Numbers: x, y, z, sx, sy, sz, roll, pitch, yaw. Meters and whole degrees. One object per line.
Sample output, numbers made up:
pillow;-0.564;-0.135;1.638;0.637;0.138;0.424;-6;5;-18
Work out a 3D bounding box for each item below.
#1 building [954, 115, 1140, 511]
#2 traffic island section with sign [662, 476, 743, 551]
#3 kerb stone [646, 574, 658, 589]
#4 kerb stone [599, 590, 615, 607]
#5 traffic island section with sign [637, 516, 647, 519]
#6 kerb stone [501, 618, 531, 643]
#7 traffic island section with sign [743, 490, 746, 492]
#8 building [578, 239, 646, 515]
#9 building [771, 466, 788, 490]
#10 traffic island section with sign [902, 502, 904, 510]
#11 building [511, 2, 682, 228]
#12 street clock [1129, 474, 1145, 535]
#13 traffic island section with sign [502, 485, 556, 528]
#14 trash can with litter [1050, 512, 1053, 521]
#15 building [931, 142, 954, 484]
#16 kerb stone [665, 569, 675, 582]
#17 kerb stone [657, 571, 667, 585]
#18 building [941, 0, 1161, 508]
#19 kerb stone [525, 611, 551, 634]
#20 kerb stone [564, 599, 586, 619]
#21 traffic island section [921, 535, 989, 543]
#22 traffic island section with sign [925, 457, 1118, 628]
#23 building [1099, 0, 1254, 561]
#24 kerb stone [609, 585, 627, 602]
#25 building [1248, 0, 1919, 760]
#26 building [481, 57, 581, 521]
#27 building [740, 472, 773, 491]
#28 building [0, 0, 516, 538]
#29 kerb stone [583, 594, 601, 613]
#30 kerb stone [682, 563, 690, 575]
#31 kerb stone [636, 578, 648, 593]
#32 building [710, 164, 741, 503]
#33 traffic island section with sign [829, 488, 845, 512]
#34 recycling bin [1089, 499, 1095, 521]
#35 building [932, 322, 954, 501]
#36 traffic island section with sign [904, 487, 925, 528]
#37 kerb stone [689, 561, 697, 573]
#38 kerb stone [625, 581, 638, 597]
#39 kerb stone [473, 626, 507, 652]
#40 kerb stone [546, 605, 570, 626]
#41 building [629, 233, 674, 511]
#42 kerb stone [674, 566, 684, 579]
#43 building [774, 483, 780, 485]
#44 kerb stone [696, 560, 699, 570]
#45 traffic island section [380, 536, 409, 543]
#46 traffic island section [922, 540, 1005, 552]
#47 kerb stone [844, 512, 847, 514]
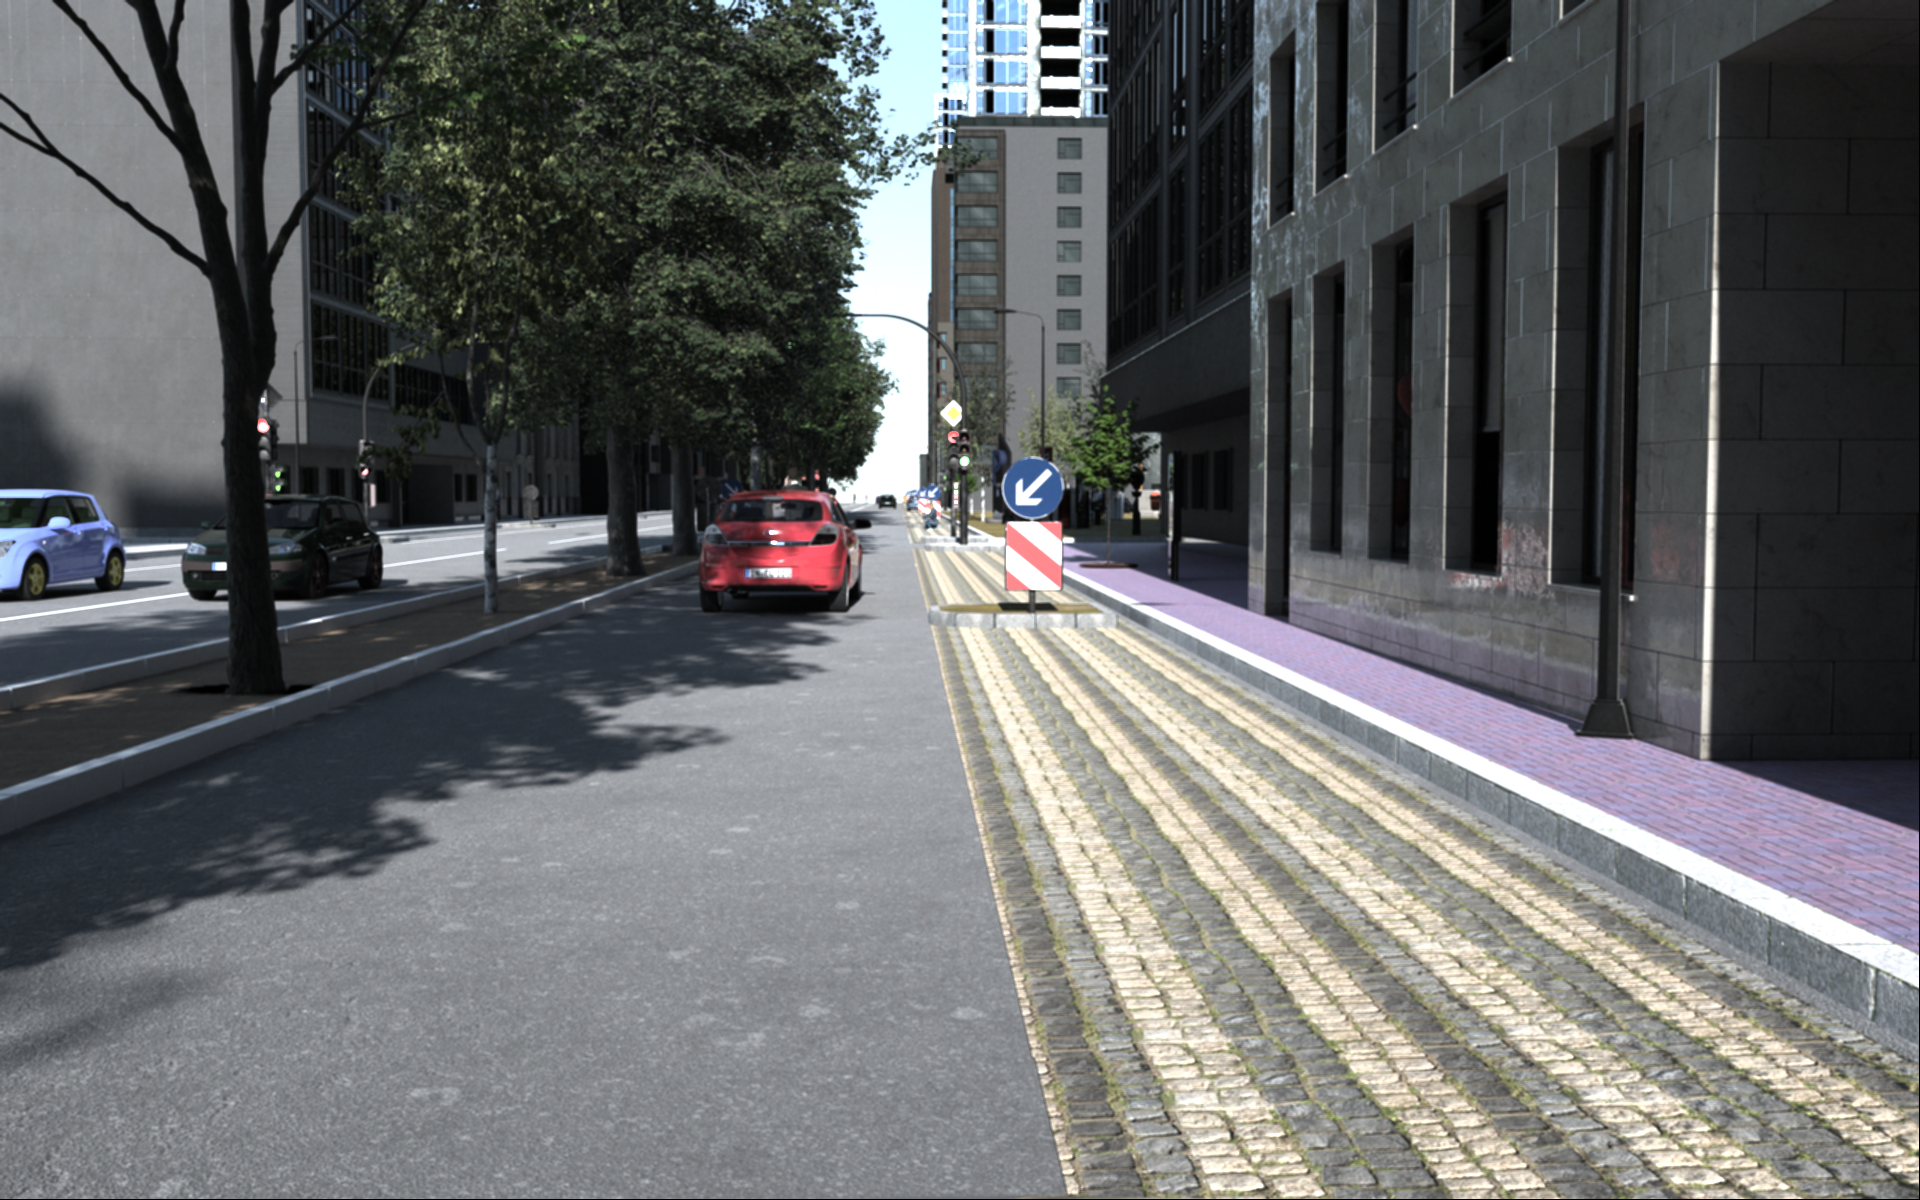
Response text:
building;6.466;-22.281;136.000;14.160;30.474;14.107;0;4;-2
traffic island section with sign;-6.454;-2.194;44.013;2.006;1.907;1.989;0;4;-2
kerb stone;-4.761;-0.254;26.351;0.120;0.150;1.000;0;4;-2
kerb stone;-4.615;0.002;22.253;0.120;0.150;1.000;0;4;-2
traffic island section with sign;-19.371;-5.662;101.205;1.989;1.847;2.006;0;4;-2
kerb stone;-4.429;0.310;17.120;0.120;0.150;1.000;0;4;-2
traffic island section with sign;-22.107;-10.378;178.312;1.989;1.847;2.006;0;4;-2
building;-28.171;-17.409;114.320;12.332;23.373;15.834;0;4;-2
building;-34.881;-30.806;275.379;14.160;30.474;14.107;0;4;-2
traffic island section with sign;-2.226;-5.628;100.641;1.989;1.847;2.006;0;4;-2
building;-31.275;-30.366;146.591;14.600;45.320;14.200;0;4;-2
street clock;5.550;-3.049;54.428;0.358;2.002;0.471;-3;5;-39
traffic island section with sign;-18.407;-4.006;74.124;1.989;1.847;2.006;0;4;-2
trash can with litter;3.587;-3.409;67.120;1.055;1.170;0.624;0;4;-3
building;3.964;-34.794;218.987;14.600;45.320;14.200;0;4;-2
kerb stone;-4.841;-0.380;28.408;0.120;0.150;1.000;0;4;-2
kerb stone;-4.802;-0.316;27.372;0.120;0.150;1.000;0;4;-2
building;9.476;-51.636;156.921;22.319;86.520;31.000;0;4;-2
kerb stone;-4.470;0.249;18.142;0.120;0.150;1.000;0;4;-2
kerb stone;-4.546;0.123;20.189;0.120;0.150;1.000;0;4;-2
traffic island section;-0.171;-1.817;51.985;2.009;0.180;2.903;0;4;-2
traffic island section with sign;0.650;-0.653;19.304;1.989;1.847;2.006;0;4;-2
building;10.924;-14.525;30.991;14.314;27.812;24.014;0;4;-2
kerb stone;-4.655;-0.066;23.276;0.120;0.150;1.000;0;4;-2
building;8.662;-9.512;10.275;10.420;20.320;16.860;0;4;-2
building;-28.477;-18.107;93.305;12.463;27.353;25.104;0;4;-2
building;-36.874;-34.827;224.045;22.147;44.769;28.867;0;4;-2
building;-27.157;-15.045;65.044;14.314;24.678;30.058;0;4;-2
kerb stone;-4.576;0.060;21.227;0.120;0.150;1.000;0;4;-2
kerb stone;-4.908;-0.506;30.465;0.120;0.150;1.000;0;4;-2
kerb stone;-4.726;-0.192;25.327;0.120;0.150;1.000;0;4;-2
building;-31.854;-30.957;189.736;14.154;41.232;14.086;0;4;-2
traffic island section with sign;-9.374;-7.240;126.507;2.006;1.907;1.989;0;4;-2
recycling bin;6.146;-4.320;83.188;0.722;1.027;0.722;1;4;13
building;11.057;-21.062;189.403;27.650;21.520;28.899;0;4;-2
traffic island section with sign;-1.268;-3.980;73.703;1.989;1.847;2.006;0;4;-2
kerb stone;-4.943;-0.569;31.492;0.120;0.150;1.000;0;4;-2
kerb stone;-4.692;-0.127;24.297;0.120;0.150;1.000;0;4;-2
kerb stone;-4.404;0.375;16.095;0.120;0.150;1.000;0;4;-2
kerb stone;-4.506;0.186;19.168;0.120;0.150;1.000;0;4;-2
building;-29.662;-22.096;132.965;14.160;30.474;14.107;0;4;-2
kerb stone;-4.862;-0.442;29.432;0.120;0.150;1.000;0;4;-2
building;-38.031;-36.611;253.212;22.147;44.769;28.867;0;4;-2
kerb stone;-4.993;-0.627;32.513;0.120;0.150;1.000;0;4;-2
traffic island section;-17.602;-1.780;51.376;2.009;0.180;2.903;0;4;-2
traffic island section;0.111;-1.329;44.005;2.009;0.180;2.903;0;4;-2
kerb stone;-8.259;-6.303;125.262;0.120;0.150;1.000;0;4;-2
